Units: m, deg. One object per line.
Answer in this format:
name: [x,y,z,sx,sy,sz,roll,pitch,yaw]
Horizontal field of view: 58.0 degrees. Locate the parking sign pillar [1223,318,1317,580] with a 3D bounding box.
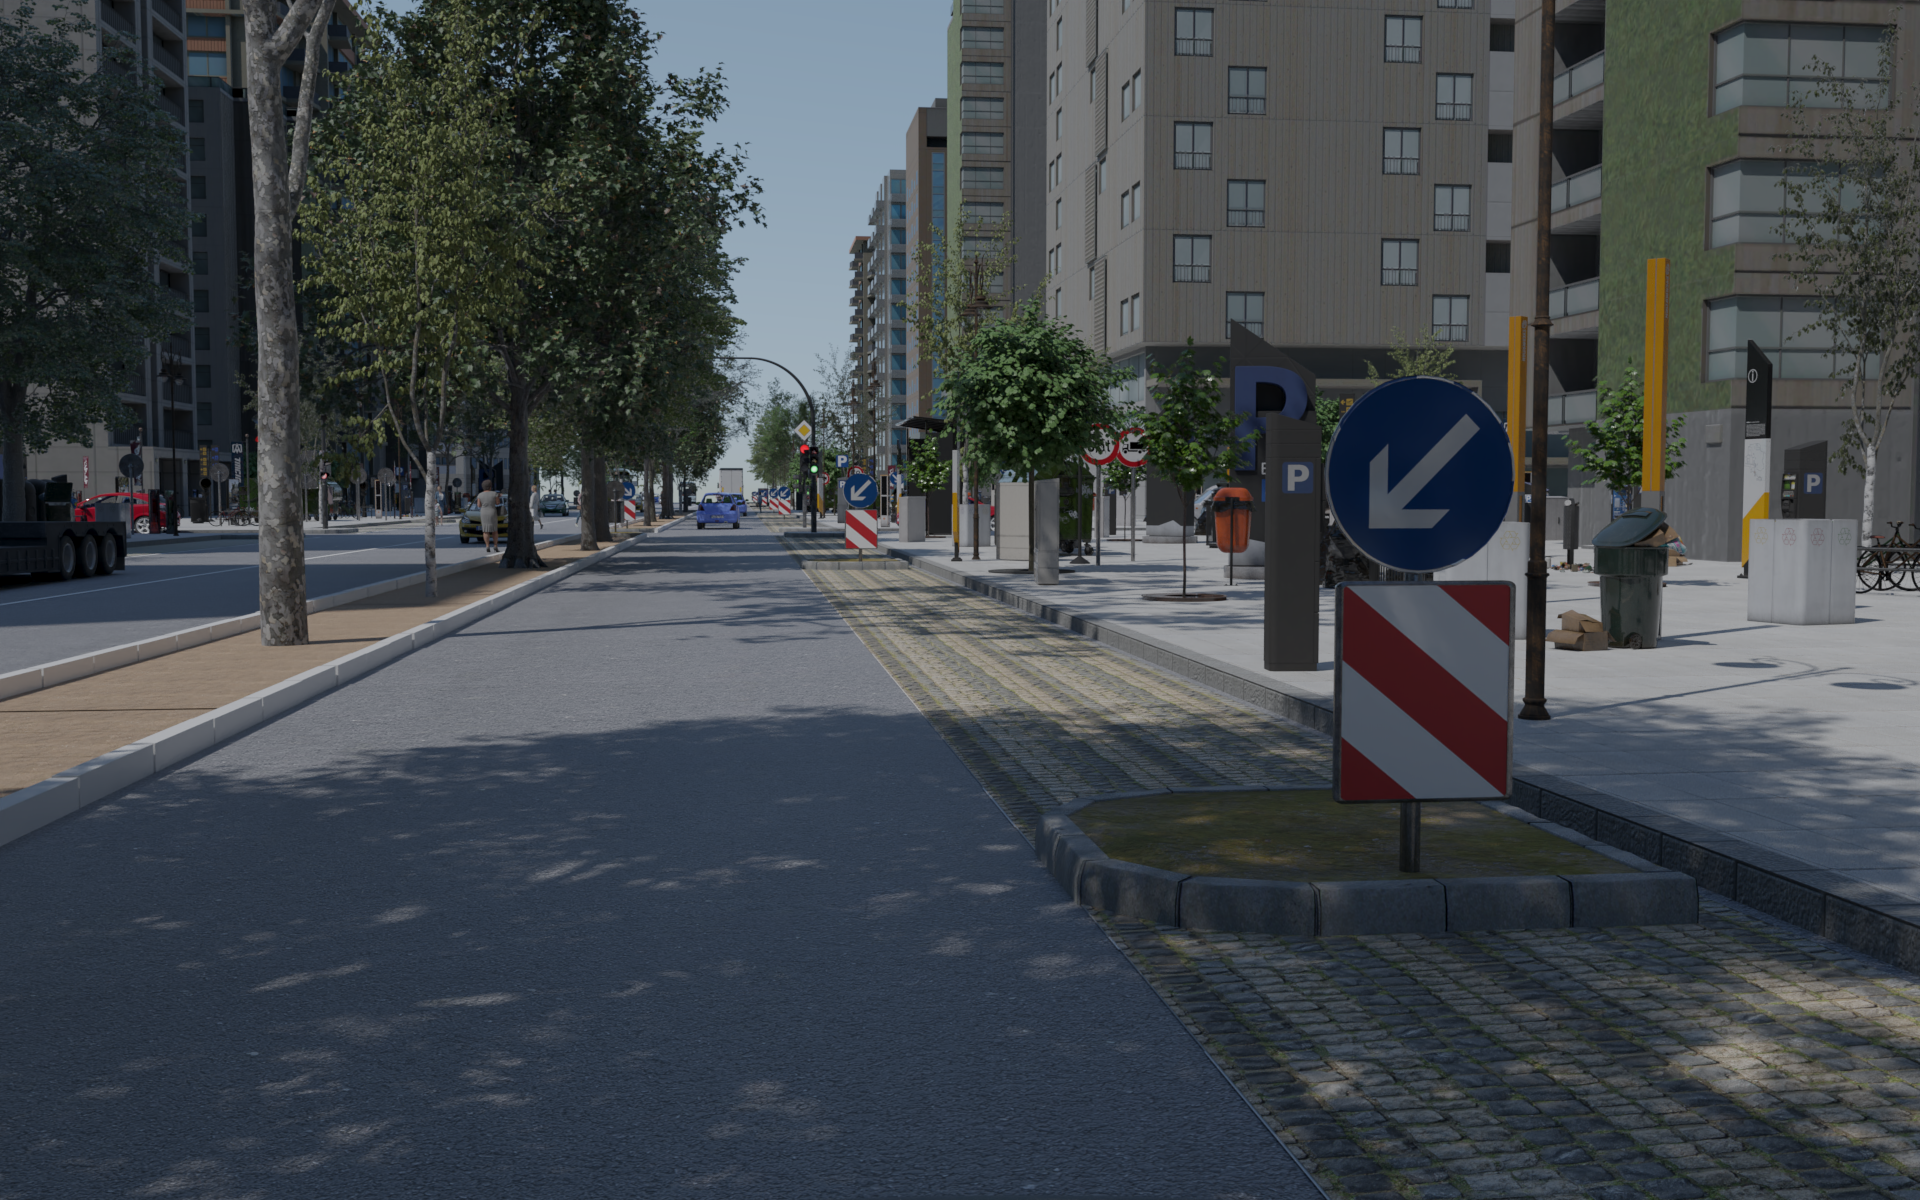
parking sign pillar: [4.773,-2.323,26.456,1.447,3.967,1.447,0,4,7]

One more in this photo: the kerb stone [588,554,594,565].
kerb stone: [-7.517,-0.772,34.821,0.120,0.150,1.000,0,4,-7]

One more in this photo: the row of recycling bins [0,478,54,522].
row of recycling bins: [-25.288,-2.430,46.840,1.069,1.692,3.534,0,4,-4]

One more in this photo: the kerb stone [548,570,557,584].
kerb stone: [-6.606,-0.336,27.693,0.120,0.150,1.000,0,4,-7]

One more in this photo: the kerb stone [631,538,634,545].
kerb stone: [-9.207,-1.582,48.060,0.120,0.150,1.000,0,4,-7]

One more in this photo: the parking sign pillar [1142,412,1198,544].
parking sign pillar: [5.492,-3.470,45.199,1.447,3.967,1.447,-3,5,-44]

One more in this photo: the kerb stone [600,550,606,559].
kerb stone: [-7.901,-0.956,37.885,0.120,0.150,1.000,0,4,-7]

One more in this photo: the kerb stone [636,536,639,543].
kerb stone: [-9.458,-1.706,50.096,0.120,0.150,1.000,0,4,-7]

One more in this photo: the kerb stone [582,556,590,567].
kerb stone: [-7.381,-0.709,33.802,0.120,0.150,1.000,0,4,-7]

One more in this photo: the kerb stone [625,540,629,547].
kerb stone: [-8.944,-1.456,46.027,0.120,0.150,1.000,0,4,-7]

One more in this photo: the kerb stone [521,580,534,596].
kerb stone: [-6.214,-0.149,24.632,0.120,0.150,1.000,0,4,-7]

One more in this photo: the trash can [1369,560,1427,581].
trash can: [4.736,-0.432,18.723,0.748,1.137,0.748,0,3,0]

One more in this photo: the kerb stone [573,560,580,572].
kerb stone: [-7.124,-0.585,31.765,0.120,0.150,1.000,0,4,-7]

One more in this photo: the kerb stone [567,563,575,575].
kerb stone: [-6.992,-0.523,30.752,0.120,0.150,1.000,0,4,-7]

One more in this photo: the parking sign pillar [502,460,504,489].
parking sign pillar: [-36.669,-9.063,136.645,1.447,3.967,1.447,0,4,-6]

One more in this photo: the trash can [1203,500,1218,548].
trash can: [6.146,-1.801,41.103,0.748,1.137,0.748,0,3,0]

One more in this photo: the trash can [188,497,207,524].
trash can: [-33.174,-3.899,75.399,0.748,1.137,0.748,0,3,0]

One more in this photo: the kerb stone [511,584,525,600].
kerb stone: [-6.085,-0.087,23.616,0.120,0.150,1.000,0,4,-7]

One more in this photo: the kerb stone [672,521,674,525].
kerb stone: [-12.763,-3.293,76.040,0.120,0.150,1.000,0,4,-7]

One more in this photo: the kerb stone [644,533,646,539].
kerb stone: [-9.978,-1.956,54.175,0.120,0.150,1.000,0,4,-7]

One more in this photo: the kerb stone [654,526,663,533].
kerb stone: [-11.467,-2.668,65.856,0.120,0.150,1.000,0,4,-7]

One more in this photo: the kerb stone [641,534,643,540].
kerb stone: [-9.712,-1.827,52.125,0.120,0.150,1.000,0,4,-7]

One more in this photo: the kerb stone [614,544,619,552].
kerb stone: [-8.431,-1.209,41.958,0.120,0.150,1.000,0,4,-7]

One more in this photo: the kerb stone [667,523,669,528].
kerb stone: [-12.110,-2.982,70.954,0.120,0.150,1.000,0,4,-7]

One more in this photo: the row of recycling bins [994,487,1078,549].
row of recycling bins: [1.817,-2.149,42.244,1.069,1.692,3.534,-2,4,-24]

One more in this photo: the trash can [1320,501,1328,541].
trash can: [7.824,-1.646,38.561,0.748,1.137,0.748,0,3,0]

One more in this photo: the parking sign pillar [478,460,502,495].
parking sign pillar: [-36.618,-8.909,134.141,1.447,3.967,1.447,0,4,4]

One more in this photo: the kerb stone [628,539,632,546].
kerb stone: [-9.066,-1.517,47.042,0.120,0.150,1.000,0,4,-7]

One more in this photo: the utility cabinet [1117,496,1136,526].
utility cabinet: [6.677,-3.567,69.479,0.306,1.237,1.020,-2,4,-27]

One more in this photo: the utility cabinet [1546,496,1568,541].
utility cabinet: [16.334,-2.250,47.941,1.020,1.237,0.306,-2,4,-26]

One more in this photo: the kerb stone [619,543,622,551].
kerb stone: [-8.554,-1.270,42.975,0.120,0.150,1.000,0,4,-7]

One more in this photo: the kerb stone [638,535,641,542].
kerb stone: [-9.585,-1.764,51.111,0.120,0.150,1.000,0,4,-7]

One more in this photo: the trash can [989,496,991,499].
trash can: [2.317,-6.351,115.489,0.748,1.137,0.748,0,3,0]

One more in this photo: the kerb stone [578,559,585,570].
kerb stone: [-7.252,-0.643,32.788,0.120,0.150,1.000,0,4,-7]

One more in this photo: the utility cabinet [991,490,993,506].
utility cabinet: [2.031,-4.976,90.033,0.318,1.500,1.173,2,4,32]

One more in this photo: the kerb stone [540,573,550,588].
kerb stone: [-6.474,-0.274,26.680,0.120,0.150,1.000,0,4,-7]

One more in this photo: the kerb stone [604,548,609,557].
kerb stone: [-8.033,-1.016,38.899,0.120,0.150,1.000,0,4,-7]

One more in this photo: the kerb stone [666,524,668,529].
kerb stone: [-11.986,-2.919,69.931,0.120,0.150,1.000,0,4,-7]

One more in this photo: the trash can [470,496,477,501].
trash can: [-38.295,-7.642,136.606,0.748,1.137,0.748,0,3,0]

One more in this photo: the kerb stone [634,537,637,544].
kerb stone: [-9.325,-1.644,49.075,0.120,0.150,1.000,0,4,-7]

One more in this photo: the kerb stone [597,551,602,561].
kerb stone: [-7.782,-0.897,36.853,0.120,0.150,1.000,0,4,-7]

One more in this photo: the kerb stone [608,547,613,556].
kerb stone: [-8.162,-1.082,39.913,0.120,0.150,1.000,0,4,-7]

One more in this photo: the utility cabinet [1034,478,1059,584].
utility cabinet: [1.226,-0.988,24.835,0.318,1.500,1.173,0,4,0]

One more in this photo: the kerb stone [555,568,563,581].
kerb stone: [-6.733,-0.398,28.711,0.120,0.150,1.000,0,4,-7]

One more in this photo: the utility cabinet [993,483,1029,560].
utility cabinet: [1.250,-1.502,33.230,1.173,1.500,0.318,3,5,39]

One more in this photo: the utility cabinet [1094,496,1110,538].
utility cabinet: [4.198,-2.454,51.291,0.306,1.237,1.020,1,4,14]

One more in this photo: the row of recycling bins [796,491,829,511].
row of recycling bins: [-11.547,-7.846,135.389,3.534,1.692,1.069,3,5,43]

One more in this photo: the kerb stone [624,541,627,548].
kerb stone: [-8.813,-1.393,45.010,0.120,0.150,1.000,0,4,-7]

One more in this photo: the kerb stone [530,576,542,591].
kerb stone: [-6.347,-0.212,25.654,0.120,0.150,1.000,0,4,-7]

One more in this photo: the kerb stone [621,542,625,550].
kerb stone: [-8.672,-1.333,43.991,0.120,0.150,1.000,0,4,-7]

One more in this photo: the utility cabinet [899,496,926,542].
utility cabinet: [-1.284,-2.154,46.380,0.306,1.237,1.020,2,4,26]

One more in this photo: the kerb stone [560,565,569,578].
kerb stone: [-6.862,-0.457,29.732,0.120,0.150,1.000,0,4,-7]

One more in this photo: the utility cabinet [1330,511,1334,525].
utility cabinet: [9.296,-1.880,41.893,0.306,1.237,1.020,3,5,40]

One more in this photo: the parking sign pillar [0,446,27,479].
parking sign pillar: [-46.609,-5.912,85.130,1.447,3.967,1.447,-1,4,-13]

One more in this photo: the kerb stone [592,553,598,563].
kerb stone: [-7.642,-0.830,35.841,0.120,0.150,1.000,0,4,-7]

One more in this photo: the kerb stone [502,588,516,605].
kerb stone: [-5.956,-0.022,22.601,0.120,0.150,1.000,0,4,-7]

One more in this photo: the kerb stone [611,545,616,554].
kerb stone: [-8.295,-1.146,40.939,0.120,0.150,1.000,0,4,-7]
